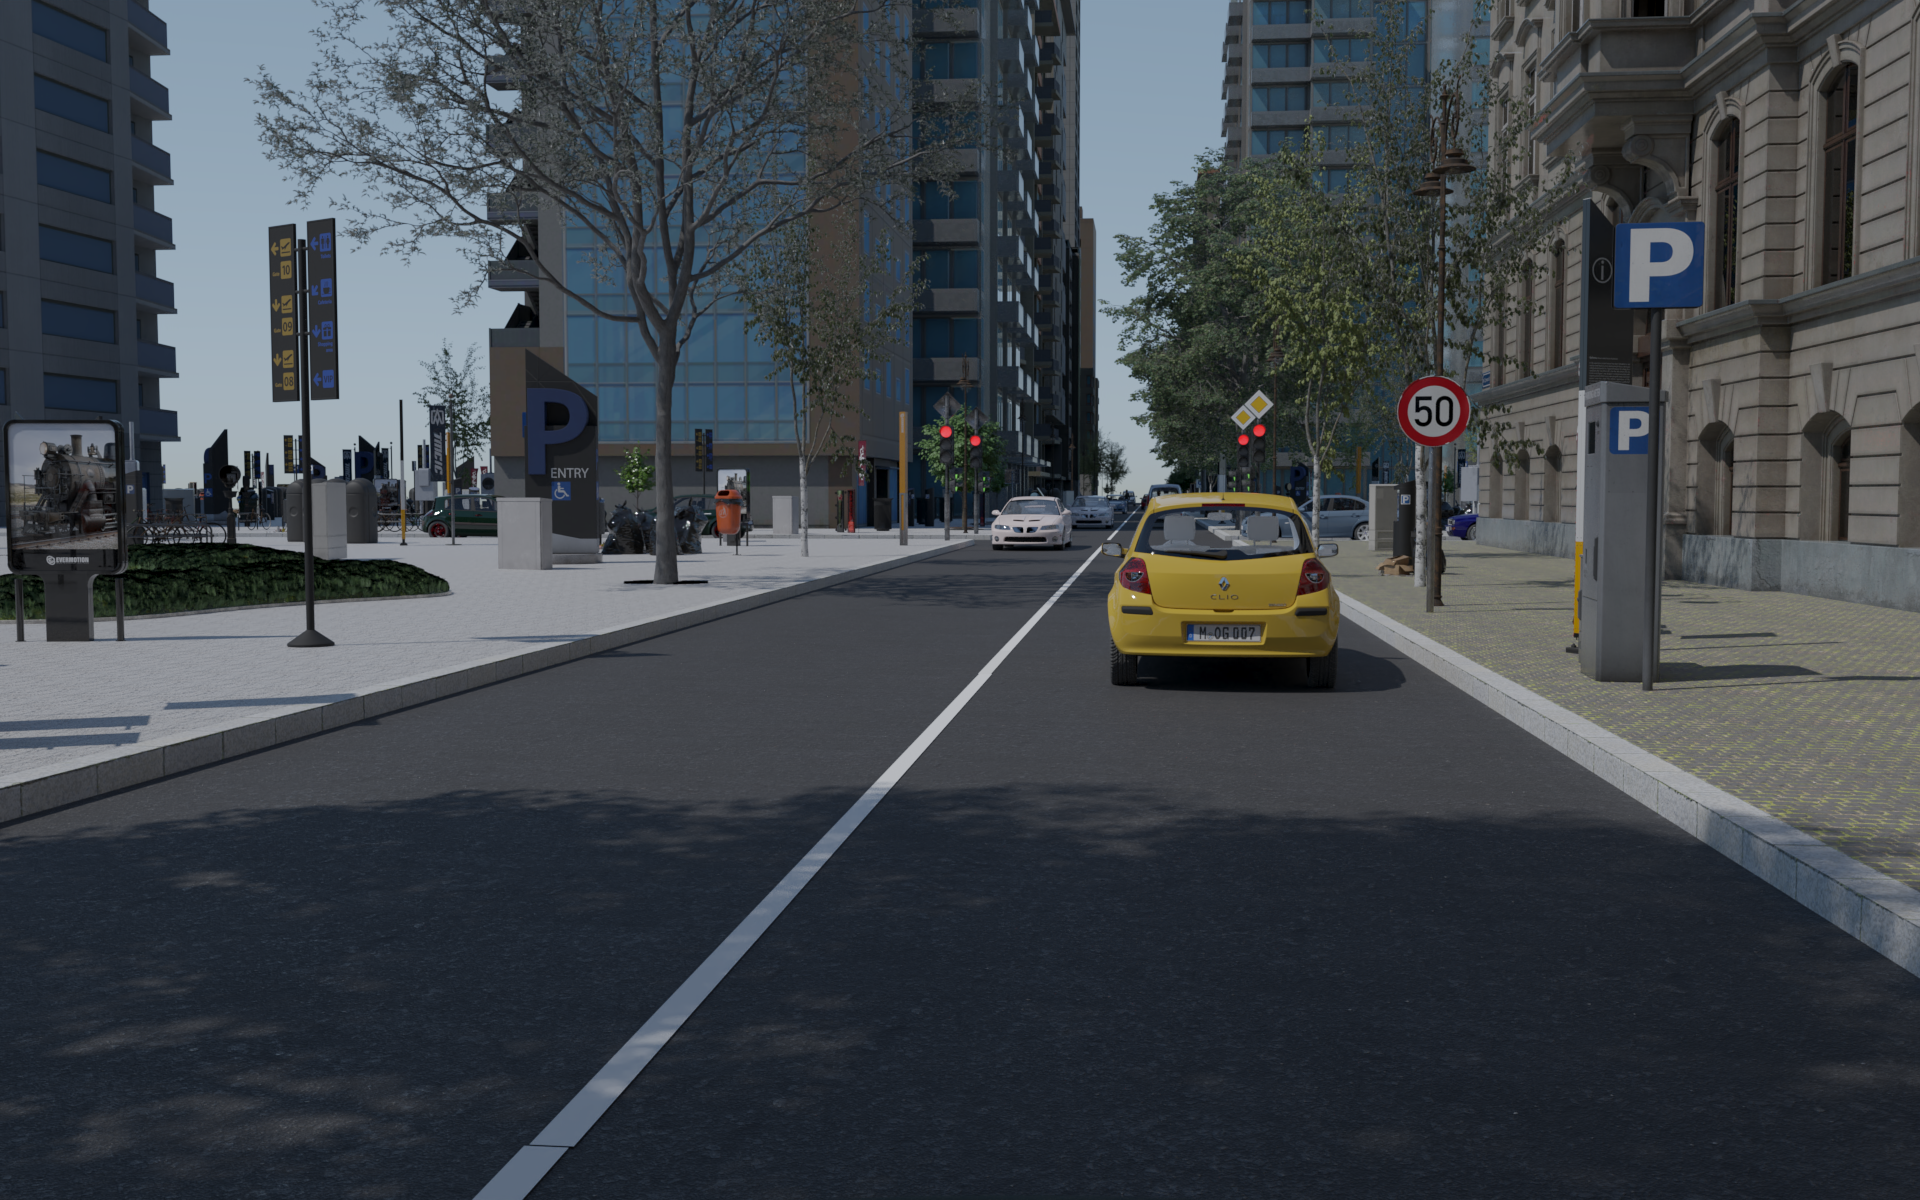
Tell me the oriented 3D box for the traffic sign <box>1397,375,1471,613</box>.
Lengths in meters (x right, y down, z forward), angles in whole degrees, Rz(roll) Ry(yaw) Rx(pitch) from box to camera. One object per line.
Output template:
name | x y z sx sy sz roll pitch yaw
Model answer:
traffic sign | 5.092 -1.136 18.687 0.768 2.556 0.104 1 4 9

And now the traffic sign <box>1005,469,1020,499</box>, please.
traffic sign | 2.113 -4.164 70.219 0.606 2.300 0.079 1 4 10

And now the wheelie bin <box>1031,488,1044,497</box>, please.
wheelie bin | 4.004 -4.982 89.370 0.693 1.594 0.980 0 4 8

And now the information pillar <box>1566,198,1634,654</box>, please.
information pillar | 5.168 -1.380 13.913 0.504 3.616 0.183 -1 4 -22

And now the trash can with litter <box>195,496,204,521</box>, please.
trash can with litter | -34.691 -4.169 79.221 2.233 1.210 1.678 1 4 9

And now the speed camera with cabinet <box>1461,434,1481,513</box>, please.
speed camera with cabinet | 17.005 -3.807 56.587 0.660 3.252 2.038 3 4 37

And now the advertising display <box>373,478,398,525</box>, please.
advertising display | -23.732 -4.061 71.603 0.974 1.923 0.123 -2 4 -28

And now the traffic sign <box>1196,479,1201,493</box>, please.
traffic sign | 16.456 -7.121 118.552 0.606 2.300 0.079 0 4 7

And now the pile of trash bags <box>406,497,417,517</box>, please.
pile of trash bags | -31.526 -5.224 95.166 3.447 1.369 1.912 1 4 16

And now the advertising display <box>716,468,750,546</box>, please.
advertising display | -5.586 -2.293 42.706 0.974 1.923 0.123 2 4 32

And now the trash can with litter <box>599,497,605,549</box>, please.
trash can with litter | -8.384 -1.828 40.938 1.678 1.210 2.233 0 4 -7

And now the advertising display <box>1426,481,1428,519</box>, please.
advertising display | 23.797 -5.035 87.528 0.974 1.923 0.123 3 5 44

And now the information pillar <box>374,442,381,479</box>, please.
information pillar | -25.916 -5.242 77.067 0.183 3.616 0.504 0 4 5

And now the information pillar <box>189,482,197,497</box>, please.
information pillar | -46.594 -6.165 105.290 0.304 2.012 0.304 1 4 17

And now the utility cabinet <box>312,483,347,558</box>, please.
utility cabinet | -12.245 -1.525 33.605 0.318 1.500 1.173 0 4 -3

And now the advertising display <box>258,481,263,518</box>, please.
advertising display | -34.996 -4.982 86.674 0.123 1.923 0.974 -1 4 -19

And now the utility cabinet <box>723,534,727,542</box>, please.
utility cabinet | -6.289 -2.184 46.867 0.306 1.237 1.020 0 4 -8

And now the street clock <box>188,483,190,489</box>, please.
street clock | -51.441 -6.801 115.759 0.358 2.002 0.471 -2 4 -26

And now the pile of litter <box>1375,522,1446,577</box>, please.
pile of litter | 7.165 -0.839 27.680 1.719 0.858 1.176 -3 5 -45

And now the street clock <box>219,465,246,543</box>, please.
street clock | -18.030 -2.340 42.823 0.471 2.002 0.358 0 4 -8

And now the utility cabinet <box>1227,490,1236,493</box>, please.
utility cabinet | 14.268 -4.898 88.762 1.173 1.500 0.318 2 4 34

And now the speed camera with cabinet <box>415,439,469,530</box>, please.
speed camera with cabinet | -18.662 -4.188 62.818 2.038 3.252 0.660 0 3 0

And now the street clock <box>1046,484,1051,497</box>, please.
street clock | 6.321 -7.268 123.409 0.358 2.002 0.471 1 4 16

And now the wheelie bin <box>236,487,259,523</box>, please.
wheelie bin | -31.827 -4.257 77.503 0.693 1.594 0.980 3 4 38

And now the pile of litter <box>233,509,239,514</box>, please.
pile of litter | -47.244 -6.079 113.358 1.176 0.858 1.719 0 4 1

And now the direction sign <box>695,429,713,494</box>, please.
direction sign | -8.905 -4.176 60.281 0.379 3.537 0.876 2 4 34

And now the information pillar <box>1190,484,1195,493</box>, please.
information pillar | 16.297 -7.144 121.289 0.304 2.012 0.304 1 4 11

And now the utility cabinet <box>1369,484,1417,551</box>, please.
utility cabinet | 9.802 -1.851 38.942 1.173 1.500 0.318 -1 4 -15

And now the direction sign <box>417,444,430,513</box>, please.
direction sign | -24.552 -5.342 79.331 0.876 3.537 0.379 3 4 38

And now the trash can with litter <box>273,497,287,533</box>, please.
trash can with litter | -22.210 -2.905 58.553 2.233 1.210 1.678 -1 4 -15

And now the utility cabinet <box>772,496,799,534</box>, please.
utility cabinet | -5.595 -2.720 55.637 0.306 1.237 1.020 -3 5 -43

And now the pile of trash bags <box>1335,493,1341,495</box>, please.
pile of trash bags | 26.478 -6.701 119.315 1.912 1.369 3.447 0 4 -7

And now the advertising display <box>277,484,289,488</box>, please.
advertising display | -42.716 -6.386 109.622 0.974 1.923 0.123 0 4 -4

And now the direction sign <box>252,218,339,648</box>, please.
direction sign | -5.484 -1.378 14.526 0.876 3.537 0.379 2 4 34

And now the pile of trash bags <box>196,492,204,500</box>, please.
pile of trash bags | -42.820 -5.288 96.213 3.447 1.369 1.912 2 4 30

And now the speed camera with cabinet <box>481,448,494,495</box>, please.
speed camera with cabinet | -20.986 -4.920 74.782 2.038 3.252 0.660 0 4 -1

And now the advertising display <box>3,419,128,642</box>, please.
advertising display | -7.748 -0.600 15.027 0.974 1.923 0.123 0 4 -3

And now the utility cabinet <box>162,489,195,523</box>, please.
utility cabinet | -32.281 -3.847 71.578 1.173 1.500 0.318 -1 4 -15

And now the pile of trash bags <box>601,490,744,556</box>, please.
pile of trash bags | -5.993 -1.653 36.787 3.447 1.369 1.912 2 4 32

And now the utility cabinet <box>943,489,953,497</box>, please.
utility cabinet | -0.559 -4.357 79.919 0.318 1.500 1.173 0 4 8

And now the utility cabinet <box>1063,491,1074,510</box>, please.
utility cabinet | 7.621 -6.935 122.062 0.318 1.500 1.173 2 4 30

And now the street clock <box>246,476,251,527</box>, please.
street clock | -28.042 -3.885 68.087 0.358 2.002 0.471 -2 4 -31

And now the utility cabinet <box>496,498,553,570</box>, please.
utility cabinet | -7.414 -1.123 29.530 1.020 1.237 0.306 2 4 31

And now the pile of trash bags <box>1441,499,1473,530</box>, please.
pile of trash bags | 17.350 -3.181 61.758 1.912 1.369 3.447 -2 4 -34

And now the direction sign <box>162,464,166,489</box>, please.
direction sign | -60.628 -8.548 131.760 0.876 3.537 0.379 3 4 38

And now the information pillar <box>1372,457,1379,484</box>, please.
information pillar | 26.145 -7.193 108.961 0.504 3.616 0.183 3 5 43

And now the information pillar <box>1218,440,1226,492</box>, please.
information pillar | 11.252 -5.084 74.486 0.183 3.616 0.504 3 5 40

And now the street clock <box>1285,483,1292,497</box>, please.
street clock | 21.507 -6.668 113.587 0.358 2.002 0.471 3 5 45

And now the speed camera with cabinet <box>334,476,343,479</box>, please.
speed camera with cabinet | -30.627 -5.671 87.063 0.660 3.252 2.038 1 4 13

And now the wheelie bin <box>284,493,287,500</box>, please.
wheelie bin | -28.096 -3.992 73.175 0.980 1.594 0.693 1 4 22

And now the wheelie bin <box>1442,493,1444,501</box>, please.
wheelie bin | 28.467 -5.850 103.555 0.980 1.594 0.693 -2 4 -32

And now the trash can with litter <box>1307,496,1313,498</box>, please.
trash can with litter | 17.890 -4.687 88.024 0.624 1.170 1.055 2 4 25

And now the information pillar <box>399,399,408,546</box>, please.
information pillar | -13.887 -3.166 43.120 0.183 3.616 0.504 -1 4 -19

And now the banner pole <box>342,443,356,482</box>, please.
banner pole | -29.900 -5.811 85.023 0.863 3.779 0.401 -3 5 -41

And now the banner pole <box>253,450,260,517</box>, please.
banner pole | -40.319 -6.680 99.231 0.863 3.779 0.401 2 4 35

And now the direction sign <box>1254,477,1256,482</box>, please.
direction sign | 19.858 -7.740 118.552 0.876 3.537 0.379 3 5 41

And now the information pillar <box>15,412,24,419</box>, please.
information pillar | -26.685 -3.551 49.407 0.504 3.616 0.183 1 4 16

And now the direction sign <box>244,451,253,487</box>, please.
direction sign | -36.955 -6.026 90.520 0.379 3.537 0.876 3 5 43

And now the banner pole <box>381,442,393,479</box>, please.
banner pole | -27.269 -5.663 82.599 0.401 3.779 0.863 2 4 29

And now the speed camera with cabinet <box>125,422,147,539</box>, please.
speed camera with cabinet | -23.064 -3.288 48.093 0.660 3.252 2.038 -1 4 -18
